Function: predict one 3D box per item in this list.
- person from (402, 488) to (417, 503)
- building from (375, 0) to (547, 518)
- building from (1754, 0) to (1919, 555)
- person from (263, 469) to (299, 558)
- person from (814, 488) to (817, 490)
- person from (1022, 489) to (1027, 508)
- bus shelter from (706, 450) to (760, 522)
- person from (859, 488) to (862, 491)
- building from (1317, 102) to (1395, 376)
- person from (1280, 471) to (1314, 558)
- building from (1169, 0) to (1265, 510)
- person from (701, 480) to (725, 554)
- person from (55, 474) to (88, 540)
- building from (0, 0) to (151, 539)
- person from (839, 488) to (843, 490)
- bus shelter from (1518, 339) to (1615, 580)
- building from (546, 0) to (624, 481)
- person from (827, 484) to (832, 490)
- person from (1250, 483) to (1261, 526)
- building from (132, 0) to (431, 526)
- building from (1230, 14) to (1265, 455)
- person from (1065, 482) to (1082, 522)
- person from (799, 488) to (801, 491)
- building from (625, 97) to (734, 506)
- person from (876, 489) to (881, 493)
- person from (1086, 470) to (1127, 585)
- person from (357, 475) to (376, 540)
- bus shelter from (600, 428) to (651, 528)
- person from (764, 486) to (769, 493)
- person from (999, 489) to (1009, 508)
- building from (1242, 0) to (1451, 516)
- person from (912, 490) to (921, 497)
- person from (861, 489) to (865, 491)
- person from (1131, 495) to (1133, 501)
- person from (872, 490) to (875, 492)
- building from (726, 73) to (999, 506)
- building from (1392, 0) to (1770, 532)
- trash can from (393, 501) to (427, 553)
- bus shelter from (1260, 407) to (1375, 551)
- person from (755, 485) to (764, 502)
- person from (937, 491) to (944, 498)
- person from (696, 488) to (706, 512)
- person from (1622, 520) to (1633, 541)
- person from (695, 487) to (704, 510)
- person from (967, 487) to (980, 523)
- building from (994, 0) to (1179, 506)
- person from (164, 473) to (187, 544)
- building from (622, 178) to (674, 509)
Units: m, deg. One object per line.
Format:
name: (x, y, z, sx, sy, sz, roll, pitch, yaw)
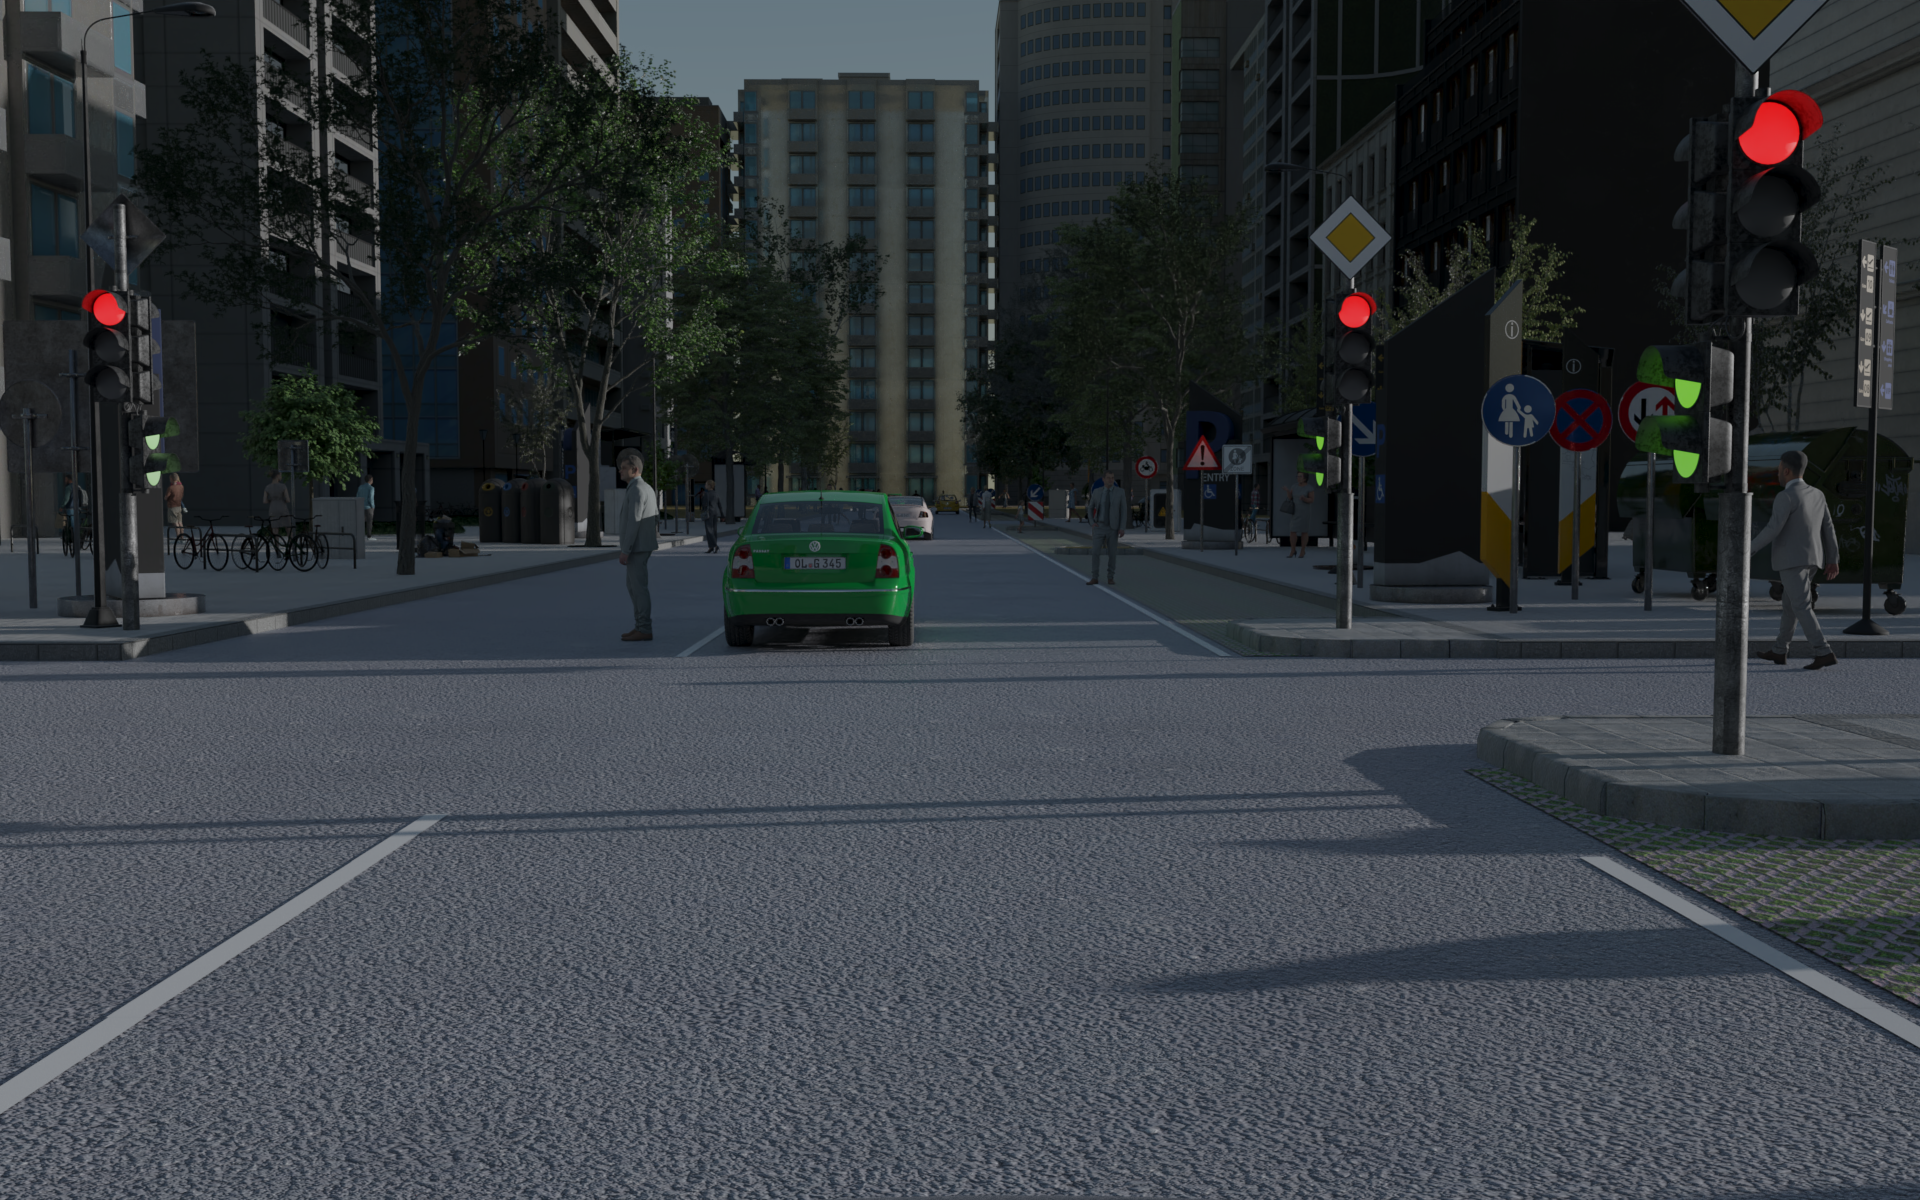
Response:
person: (-20.361, -3.543, 64.060, 0.616, 1.811, 0.778, 1, 4, 20)
building: (-31.788, -27.397, 98.054, 14.600, 45.320, 14.200, 0, 4, -1)
building: (31.294, -15.250, 36.732, 23.554, 28.519, 14.401, 0, 4, -1)
person: (-13.590, -1.729, 34.658, 0.599, 1.781, 0.374, 0, 4, -6)
person: (-10.257, -7.147, 123.603, 1.217, 1.736, 0.721, 3, 5, 44)
person: (5.670, -8.507, 145.841, 1.217, 1.735, 0.721, 3, 4, 38)
bus shelter: (-10.627, -5.366, 81.658, 2.014, 3.302, 5.546, 0, 4, -1)
person: (-5.589, -5.587, 100.380, 0.750, 1.759, 0.617, 2, 4, 25)
building: (23.889, -14.303, 83.012, 9.793, 20.994, 18.267, 0, 4, -1)
person: (6.721, -1.734, 34.748, 0.716, 1.782, 0.532, 3, 4, 37)
building: (24.584, -28.315, 146.547, 14.154, 41.232, 14.086, 0, 4, -1)
person: (-5.968, -2.016, 41.876, 0.534, 1.772, 0.576, 1, 4, 17)
person: (-23.885, -2.476, 46.512, 0.713, 1.824, 0.794, 2, 4, 30)
building: (-36.866, -25.965, 44.144, 23.786, 49.044, 30.456, 0, 4, -1)
person: (-5.400, -4.281, 79.249, 0.760, 1.731, 0.466, -2, 4, -25)
bus shelter: (8.948, -2.309, 29.040, 1.731, 3.624, 6.357, 0, 4, -1)
building: (-35.237, -30.100, 115.836, 21.300, 48.544, 21.600, 0, 4, -1)
person: (-5.028, -3.524, 66.087, 0.622, 1.834, 0.822, -1, 4, -12)
person: (11.736, -3.802, 69.037, 0.643, 1.720, 0.563, 0, 4, -6)
building: (-35.743, -39.065, 76.963, 20.563, 71.187, 20.611, 0, 4, -1)
building: (34.099, -26.658, 127.732, 32.217, 40.220, 23.993, 0, 4, -1)
person: (5.130, -4.431, 78.577, 0.778, 1.811, 0.616, -1, 4, -12)
person: (-11.826, -7.424, 127.971, 0.434, 1.755, 0.990, -1, 4, -22)
building: (-33.339, -33.350, 195.391, 14.200, 45.320, 14.600, 0, 4, -1)
person: (-4.785, -5.790, 103.885, 0.721, 1.735, 1.217, 1, 4, 22)
person: (2.314, -1.147, 27.350, 0.635, 1.810, 0.391, 0, 4, 5)
person: (-16.556, -2.572, 48.111, 0.660, 1.820, 0.620, 1, 4, 23)
bus shelter: (-12.785, -4.463, 64.246, 1.731, 3.624, 6.357, 0, 4, -1)
person: (-13.343, -6.892, 118.692, 0.705, 1.831, 1.348, 2, 4, 24)
person: (3.946, -9.096, 155.478, 1.217, 1.735, 0.721, 3, 5, 43)
building: (28.371, -40.745, 104.427, 20.563, 71.187, 20.611, 0, 4, -1)
person: (-3.276, -7.247, 127.816, 1.217, 1.723, 0.721, -1, 4, -15)
person: (-5.305, -5.323, 96.352, 1.217, 1.723, 0.721, 3, 5, 44)
person: (15.655, -9.309, 158.688, 0.568, 1.767, 0.683, -3, 4, -36)
person: (-6.319, -7.288, 128.379, 0.721, 1.735, 1.217, 1, 4, 14)
building: (-10.973, -35.482, 199.741, 30.456, 49.044, 23.786, 0, 4, -1)
building: (24.719, -14.450, 65.933, 12.332, 23.373, 15.834, 0, 4, -1)
trash can: (-12.062, -1.613, 38.021, 0.748, 1.137, 0.748, 0, 3, 0)
bus shelter: (8.374, -2.798, 39.666, 2.014, 3.302, 5.546, 0, 4, -1)
person: (-11.753, -5.871, 101.906, 0.599, 1.838, 0.709, -1, 4, -11)
person: (-1.397, -8.277, 144.616, 1.217, 1.735, 0.721, 0, 4, -1)
person: (-18.937, -7.375, 127.326, 1.217, 1.736, 0.721, 3, 5, 41)
person: (19.159, -2.562, 48.156, 1.509, 1.804, 0.699, 0, 4, -8)
person: (-20.852, -8.190, 139.904, 1.348, 1.831, 0.705, 0, 4, -2)
person: (0.725, -4.804, 87.229, 0.709, 1.800, 0.728, 1, 4, 22)
building: (18.374, -40.180, 198.945, 28.212, 58.520, 21.231, 0, 4, -1)
person: (-20.427, -2.391, 45.105, 0.573, 1.828, 0.580, -3, 4, -39)
building: (-31.704, -22.889, 145.935, 14.107, 30.474, 14.160, 0, 4, -1)
